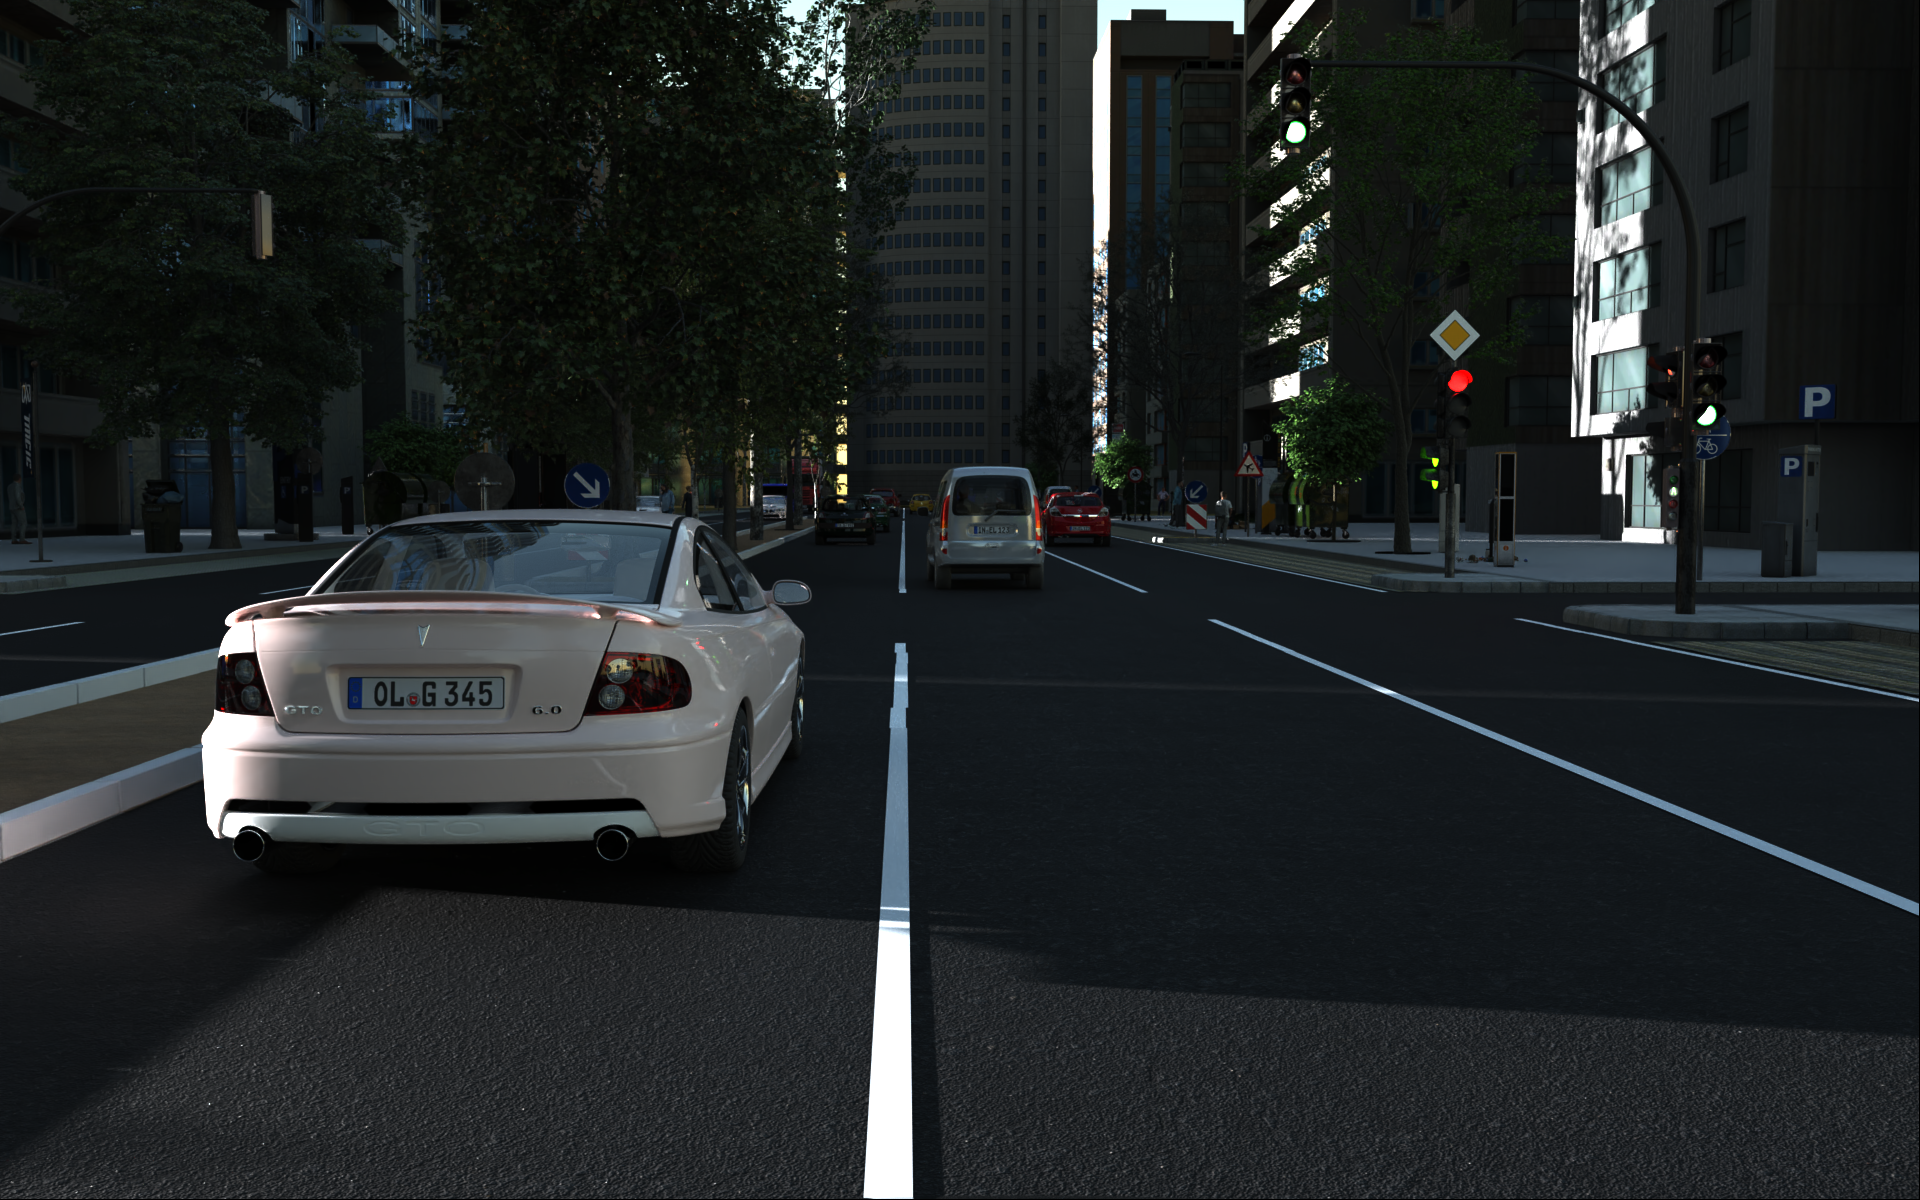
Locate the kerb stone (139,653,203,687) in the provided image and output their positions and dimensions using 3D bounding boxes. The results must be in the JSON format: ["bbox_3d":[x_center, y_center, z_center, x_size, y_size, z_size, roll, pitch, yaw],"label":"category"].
[{"bbox_3d":[-6.089,0.546,13.276,0.120,0.150,1.000,0,4,-2],"label":"kerb stone"}]

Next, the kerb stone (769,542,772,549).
[{"bbox_3d":[-5.000,-1.365,44.637,0.120,0.150,1.000,0,4,-2],"label":"kerb stone"}]

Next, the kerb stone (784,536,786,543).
[{"bbox_3d":[-5.166,-1.683,49.760,0.120,0.150,1.000,0,4,-2],"label":"kerb stone"}]

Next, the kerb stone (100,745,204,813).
[{"bbox_3d":[-3.832,0.853,8.251,0.120,0.150,1.000,0,4,-2],"label":"kerb stone"}]

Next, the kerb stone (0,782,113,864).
[{"bbox_3d":[-3.799,0.915,7.229,0.120,0.150,1.000,0,4,-2],"label":"kerb stone"}]

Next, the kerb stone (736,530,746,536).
[{"bbox_3d":[-7.588,-2.309,59.955,0.120,0.150,1.000,0,4,-2],"label":"kerb stone"}]

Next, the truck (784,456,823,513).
[{"bbox_3d":[-11.619,-8.616,129.790,2.839,4.237,11.283,0,4,-4],"label":"truck"}]

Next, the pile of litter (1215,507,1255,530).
[{"bbox_3d":[10.022,-3.010,63.185,1.719,0.858,1.176,-1,4,-15],"label":"pile of litter"}]

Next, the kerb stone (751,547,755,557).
[{"bbox_3d":[-4.835,-1.059,39.516,0.120,0.150,1.000,0,4,-2],"label":"kerb stone"}]

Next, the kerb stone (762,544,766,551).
[{"bbox_3d":[-4.936,-1.247,42.588,0.120,0.150,1.000,0,4,-2],"label":"kerb stone"}]

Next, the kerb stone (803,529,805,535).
[{"bbox_3d":[-5.460,-2.250,58.984,0.120,0.150,1.000,0,4,-2],"label":"kerb stone"}]

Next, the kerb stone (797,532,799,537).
[{"bbox_3d":[-5.359,-2.061,55.909,0.120,0.150,1.000,0,4,-2],"label":"kerb stone"}]

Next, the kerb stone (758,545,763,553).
[{"bbox_3d":[-4.900,-1.184,41.561,0.120,0.150,1.000,0,4,-2],"label":"kerb stone"}]

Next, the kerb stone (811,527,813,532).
[{"bbox_3d":[-5.628,-2.564,64.121,0.120,0.150,1.000,0,4,-2],"label":"kerb stone"}]

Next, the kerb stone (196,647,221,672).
[{"bbox_3d":[-6.131,0.483,14.297,0.120,0.150,1.000,0,4,-2],"label":"kerb stone"}]

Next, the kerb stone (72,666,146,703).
[{"bbox_3d":[-6.059,0.608,12.255,0.120,0.150,1.000,0,4,-2],"label":"kerb stone"}]

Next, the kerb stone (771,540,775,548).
[{"bbox_3d":[-5.037,-1.429,45.658,0.120,0.150,1.000,0,4,-2],"label":"kerb stone"}]

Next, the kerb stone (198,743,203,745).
[{"bbox_3d":[-3.854,0.790,9.282,0.120,0.150,1.000,0,4,-2],"label":"kerb stone"}]

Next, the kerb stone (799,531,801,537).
[{"bbox_3d":[-5.394,-2.125,56.939,0.120,0.150,1.000,0,4,-2],"label":"kerb stone"}]

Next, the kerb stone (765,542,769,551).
[{"bbox_3d":[-4.961,-1.310,43.610,0.120,0.150,1.000,0,4,-2],"label":"kerb stone"}]

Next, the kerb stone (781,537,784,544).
[{"bbox_3d":[-5.119,-1.623,48.738,0.120,0.150,1.000,0,4,-2],"label":"kerb stone"}]

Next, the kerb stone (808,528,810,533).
[{"bbox_3d":[-5.551,-2.438,62.063,0.120,0.150,1.000,0,4,-2],"label":"kerb stone"}]

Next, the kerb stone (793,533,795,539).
[{"bbox_3d":[-5.293,-1.936,53.861,0.120,0.150,1.000,0,4,-2],"label":"kerb stone"}]

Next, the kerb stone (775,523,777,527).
[{"bbox_3d":[-8.058,-3.186,74.291,0.120,0.150,1.000,0,4,-2],"label":"kerb stone"}]

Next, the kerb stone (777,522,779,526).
[{"bbox_3d":[-8.080,-3.249,75.313,0.120,0.150,1.000,0,4,-2],"label":"kerb stone"}]

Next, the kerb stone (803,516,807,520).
[{"bbox_3d":[-8.871,-4.752,99.894,0.120,0.150,1.000,0,4,-2],"label":"kerb stone"}]

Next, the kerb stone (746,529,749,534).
[{"bbox_3d":[-7.620,-2.372,60.979,0.120,0.150,1.000,0,4,-2],"label":"kerb stone"}]

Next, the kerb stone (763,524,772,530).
[{"bbox_3d":[-7.952,-2.995,71.212,0.120,0.150,1.000,0,4,-2],"label":"kerb stone"}]

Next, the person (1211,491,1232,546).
[{"bbox_3d":[7.133,-2.210,47.228,0.503,1.515,0.523,-2,4,-26],"label":"person"}]

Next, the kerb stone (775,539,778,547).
[{"bbox_3d":[-5.059,-1.493,46.693,0.120,0.150,1.000,0,4,-2],"label":"kerb stone"}]

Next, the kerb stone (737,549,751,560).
[{"bbox_3d":[-4.796,-0.996,38.484,0.120,0.150,1.000,0,4,-2],"label":"kerb stone"}]

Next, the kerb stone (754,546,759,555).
[{"bbox_3d":[-4.864,-1.110,40.539,0.120,0.150,1.000,0,4,-2],"label":"kerb stone"}]

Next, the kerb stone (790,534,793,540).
[{"bbox_3d":[-5.263,-1.874,52.835,0.120,0.150,1.000,0,4,-2],"label":"kerb stone"}]

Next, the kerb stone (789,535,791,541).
[{"bbox_3d":[-5.226,-1.811,51.812,0.120,0.150,1.000,0,4,-2],"label":"kerb stone"}]

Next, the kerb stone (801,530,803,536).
[{"bbox_3d":[-5.429,-2.187,57.960,0.120,0.150,1.000,0,4,-2],"label":"kerb stone"}]

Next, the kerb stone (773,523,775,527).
[{"bbox_3d":[-8.019,-3.123,73.264,0.120,0.150,1.000,0,4,-2],"label":"kerb stone"}]

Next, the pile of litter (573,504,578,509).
[{"bbox_3d":[-19.997,-4.728,91.264,1.719,0.858,1.176,-3,5,-40],"label":"pile of litter"}]

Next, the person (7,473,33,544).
[{"bbox_3d":[-24.127,-2.335,44.325,0.635,1.810,0.391,2,4,29],"label":"person"}]

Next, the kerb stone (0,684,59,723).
[{"bbox_3d":[-6.028,0.670,11.233,0.120,0.150,1.000,0,4,-2],"label":"kerb stone"}]

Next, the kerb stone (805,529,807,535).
[{"bbox_3d":[-5.494,-2.312,60.014,0.120,0.150,1.000,0,4,-2],"label":"kerb stone"}]

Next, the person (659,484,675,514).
[{"bbox_3d":[-10.237,-3.184,60.817,0.793,1.790,0.793,-1,4,-10],"label":"person"}]

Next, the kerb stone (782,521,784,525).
[{"bbox_3d":[-8.177,-3.436,78.380,0.120,0.150,1.000,0,4,-2],"label":"kerb stone"}]

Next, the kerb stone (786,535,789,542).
[{"bbox_3d":[-5.195,-1.749,50.790,0.120,0.150,1.000,0,4,-2],"label":"kerb stone"}]

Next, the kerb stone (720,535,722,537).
[{"bbox_3d":[-7.427,-1.988,54.826,0.120,0.150,1.000,0,4,-2],"label":"kerb stone"}]

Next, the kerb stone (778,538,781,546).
[{"bbox_3d":[-5.094,-1.561,47.714,0.120,0.150,1.000,0,4,-2],"label":"kerb stone"}]

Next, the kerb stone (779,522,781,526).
[{"bbox_3d":[-8.113,-3.308,76.335,0.120,0.150,1.000,0,4,-2],"label":"kerb stone"}]

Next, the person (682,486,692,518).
[{"bbox_3d":[-11.131,-3.780,70.724,0.534,1.772,0.576,0,4,3],"label":"person"}]

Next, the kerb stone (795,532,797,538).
[{"bbox_3d":[-5.322,-1.999,54.887,0.120,0.150,1.000,0,4,-2],"label":"kerb stone"}]
